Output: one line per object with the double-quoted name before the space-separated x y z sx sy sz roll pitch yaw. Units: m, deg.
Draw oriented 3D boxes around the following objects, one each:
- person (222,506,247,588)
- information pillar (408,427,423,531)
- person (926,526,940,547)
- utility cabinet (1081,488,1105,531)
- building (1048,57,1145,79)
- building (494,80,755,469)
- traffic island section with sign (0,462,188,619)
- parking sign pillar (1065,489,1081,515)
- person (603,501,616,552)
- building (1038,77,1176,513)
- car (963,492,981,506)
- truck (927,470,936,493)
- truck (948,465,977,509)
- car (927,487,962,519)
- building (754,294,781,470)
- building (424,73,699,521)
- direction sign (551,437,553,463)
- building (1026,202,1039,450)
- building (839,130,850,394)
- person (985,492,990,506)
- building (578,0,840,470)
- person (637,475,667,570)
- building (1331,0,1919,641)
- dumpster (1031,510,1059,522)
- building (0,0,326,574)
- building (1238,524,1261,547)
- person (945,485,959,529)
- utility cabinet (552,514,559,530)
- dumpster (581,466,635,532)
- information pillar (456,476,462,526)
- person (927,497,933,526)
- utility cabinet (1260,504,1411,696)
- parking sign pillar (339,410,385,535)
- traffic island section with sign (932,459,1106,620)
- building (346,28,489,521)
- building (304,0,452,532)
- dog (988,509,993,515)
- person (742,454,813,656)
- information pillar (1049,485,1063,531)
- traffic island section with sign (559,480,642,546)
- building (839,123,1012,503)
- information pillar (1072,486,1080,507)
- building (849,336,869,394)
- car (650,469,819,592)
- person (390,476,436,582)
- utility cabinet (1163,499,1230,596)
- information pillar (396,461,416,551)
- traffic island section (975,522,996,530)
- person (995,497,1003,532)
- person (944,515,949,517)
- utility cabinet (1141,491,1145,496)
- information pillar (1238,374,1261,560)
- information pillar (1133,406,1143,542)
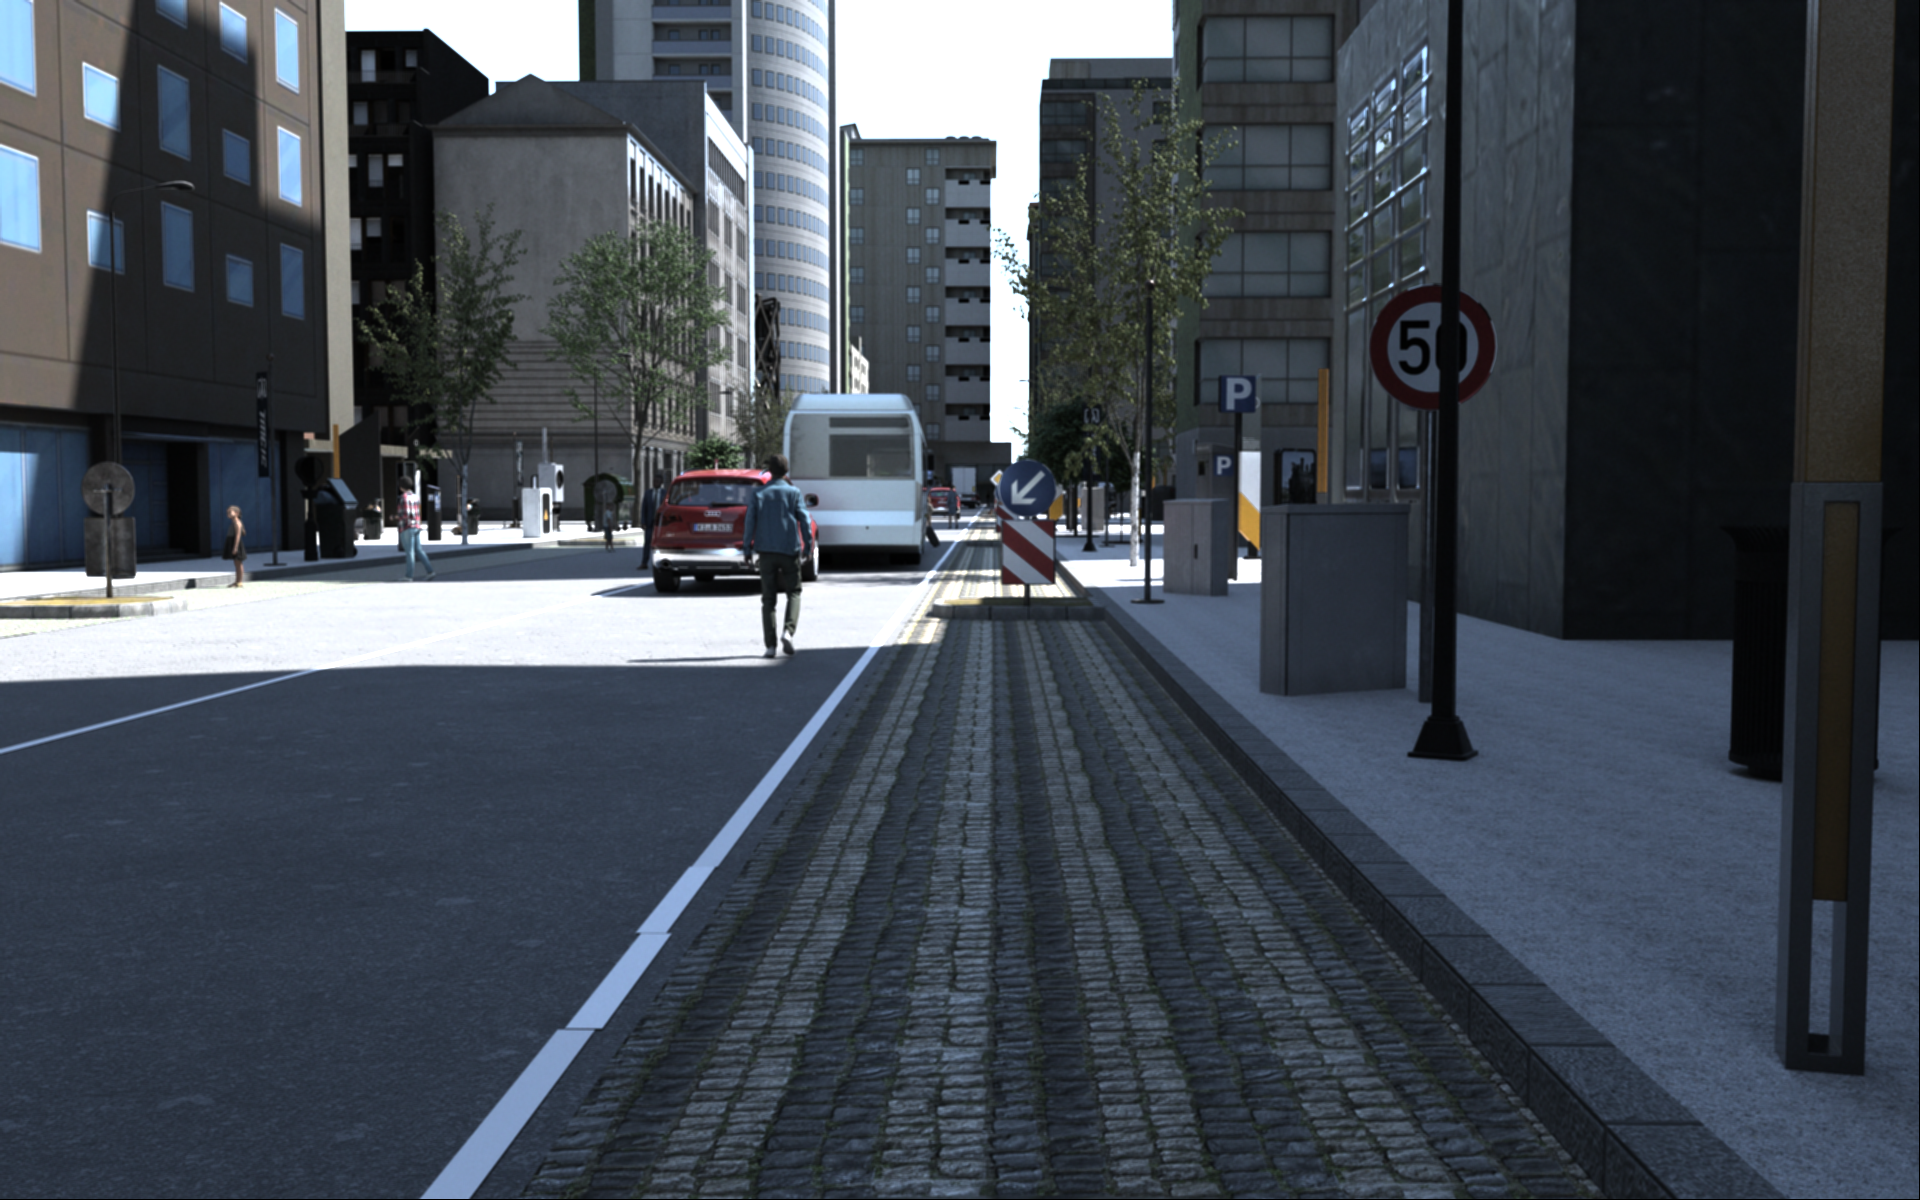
"person" -11.084 -0.811 26.432 0.373 1.253 0.362 -2 4 -33
"information pillar" -19.014 -4.221 60.374 0.183 3.616 0.504 2 4 28
"person" -1.286 -2.314 46.545 1.509 1.804 0.699 -1 4 -11
"utility cabinet" 4.568 -3.120 59.696 0.318 1.500 1.173 -2 4 -24
"building" 15.368 -29.510 166.090 14.154 41.232 14.086 0 4 1
"building" -20.335 -17.818 109.339 12.078 24.808 19.932 0 4 1
"traffic island section with sign" -10.441 -0.737 20.686 1.989 1.847 2.006 0 4 1
"parking sign pillar" 6.980 -7.250 107.002 1.447 3.967 1.447 -2 4 -24
"person" -8.641 -1.807 42.728 0.352 1.250 0.332 2 4 23
"building" 12.578 -21.549 124.019 14.160 30.474 14.107 0 4 1
"car" 1.450 -12.595 214.604 2.281 1.827 5.304 0 4 3
"truck" -3.712 -11.577 179.036 2.967 4.110 18.799 0 4 1
"truck" 0.299 -11.215 172.283 2.839 4.237 11.283 0 4 -1
"car" -1.016 -5.613 100.448 2.281 1.827 5.304 0 4 -1
"building" -21.998 -16.002 129.088 16.820 18.784 16.811 0 4 1
"building" -19.970 -14.754 90.381 9.793 20.994 18.267 0 4 1
"direction sign" -16.143 -4.681 68.531 0.379 3.537 0.876 -1 4 -11
"building" 22.392 -36.410 249.923 28.867 44.769 22.147 0 4 1
"building" -19.644 -30.930 189.300 14.154 41.232 14.086 0 4 1
"person" 3.169 -11.704 200.683 0.721 1.723 1.217 2 4 24
"building" -23.310 -38.229 167.049 21.231 58.520 28.212 0 4 1
"person" -5.822 -1.491 33.053 0.721 1.800 0.419 -1 4 -11
"building" 16.356 -42.490 7.376 22.319 86.520 31.000 0 4 1
"dumpster" 3.905 -4.741 80.003 1.502 2.255 1.985 0 4 1
"building" -21.738 -23.356 31.974 14.600 45.320 14.200 0 4 1
"building" 12.865 -22.230 47.056 14.154 41.232 14.086 0 4 1
"person" -0.317 -3.826 71.076 0.581 1.822 0.654 -1 4 -21
"utility cabinet" -14.893 -3.237 61.609 1.173 1.500 0.318 0 4 -7
"dumpster" -12.066 -3.476 59.334 1.502 2.255 1.985 0 4 1
"information pillar" -20.301 -4.039 70.530 0.304 2.012 0.304 -2 4 -30
"person" -1.258 -3.312 66.922 0.475 1.303 0.640 0 4 5
"utility cabinet" 2.443 -0.009 11.312 1.020 1.237 0.306 -2 4 -28
"parking sign pillar" -19.179 -4.090 55.345 1.447 3.967 1.447 -1 4 -13
"traffic island section with sign" 0.676 -0.724 20.462 1.989 1.847 2.006 0 4 1
"building" -33.091 -15.735 86.938 15.834 23.373 12.332 0 4 1
"building" -34.705 -24.599 56.826 28.867 44.769 22.147 0 4 1
"dog" 1.881 -5.404 107.648 0.540 0.507 0.406 2 4 27
"person" -1.602 -0.391 15.244 0.601 1.785 0.444 0 4 -2
"information pillar" 3.333 -4.217 60.297 0.504 3.616 0.183 0 4 -6
"traffic island section with sign" -9.918 -2.415 48.111 1.989 1.847 2.006 0 4 1
"building" -6.183 -40.653 253.907 27.495 52.752 28.713 0 4 1
"information pillar" 7.062 -6.977 105.430 0.504 3.616 0.183 1 4 21
"building" -26.675 -22.522 213.278 28.899 21.520 27.650 0 4 1
"car" -3.402 -1.111 26.846 2.281 1.827 5.304 0 4 1
"person" -8.936 -1.157 28.247 0.643 1.720 0.563 0 4 8
"utility cabinet" 3.012 -0.675 22.200 0.306 1.237 1.020 -2 4 -30
"information pillar" -12.415 -2.102 38.859 0.304 2.012 0.304 3 5 40
"traffic island section" 1.627 -2.944 70.415 2.009 0.180 2.903 0 4 1
"person" 1.570 -3.429 65.565 0.512 1.701 0.522 0 4 1
"person" -0.776 -6.022 107.162 0.606 1.804 0.583 -2 4 -28
"utility cabinet" 11.711 -6.201 110.072 0.318 1.500 1.173 1 4 17
"information pillar" 5.676 -2.600 33.865 0.504 3.616 0.183 -2 4 -29
"information pillar" 4.767 -3.376 46.545 0.183 3.616 0.504 -1 4 -14
